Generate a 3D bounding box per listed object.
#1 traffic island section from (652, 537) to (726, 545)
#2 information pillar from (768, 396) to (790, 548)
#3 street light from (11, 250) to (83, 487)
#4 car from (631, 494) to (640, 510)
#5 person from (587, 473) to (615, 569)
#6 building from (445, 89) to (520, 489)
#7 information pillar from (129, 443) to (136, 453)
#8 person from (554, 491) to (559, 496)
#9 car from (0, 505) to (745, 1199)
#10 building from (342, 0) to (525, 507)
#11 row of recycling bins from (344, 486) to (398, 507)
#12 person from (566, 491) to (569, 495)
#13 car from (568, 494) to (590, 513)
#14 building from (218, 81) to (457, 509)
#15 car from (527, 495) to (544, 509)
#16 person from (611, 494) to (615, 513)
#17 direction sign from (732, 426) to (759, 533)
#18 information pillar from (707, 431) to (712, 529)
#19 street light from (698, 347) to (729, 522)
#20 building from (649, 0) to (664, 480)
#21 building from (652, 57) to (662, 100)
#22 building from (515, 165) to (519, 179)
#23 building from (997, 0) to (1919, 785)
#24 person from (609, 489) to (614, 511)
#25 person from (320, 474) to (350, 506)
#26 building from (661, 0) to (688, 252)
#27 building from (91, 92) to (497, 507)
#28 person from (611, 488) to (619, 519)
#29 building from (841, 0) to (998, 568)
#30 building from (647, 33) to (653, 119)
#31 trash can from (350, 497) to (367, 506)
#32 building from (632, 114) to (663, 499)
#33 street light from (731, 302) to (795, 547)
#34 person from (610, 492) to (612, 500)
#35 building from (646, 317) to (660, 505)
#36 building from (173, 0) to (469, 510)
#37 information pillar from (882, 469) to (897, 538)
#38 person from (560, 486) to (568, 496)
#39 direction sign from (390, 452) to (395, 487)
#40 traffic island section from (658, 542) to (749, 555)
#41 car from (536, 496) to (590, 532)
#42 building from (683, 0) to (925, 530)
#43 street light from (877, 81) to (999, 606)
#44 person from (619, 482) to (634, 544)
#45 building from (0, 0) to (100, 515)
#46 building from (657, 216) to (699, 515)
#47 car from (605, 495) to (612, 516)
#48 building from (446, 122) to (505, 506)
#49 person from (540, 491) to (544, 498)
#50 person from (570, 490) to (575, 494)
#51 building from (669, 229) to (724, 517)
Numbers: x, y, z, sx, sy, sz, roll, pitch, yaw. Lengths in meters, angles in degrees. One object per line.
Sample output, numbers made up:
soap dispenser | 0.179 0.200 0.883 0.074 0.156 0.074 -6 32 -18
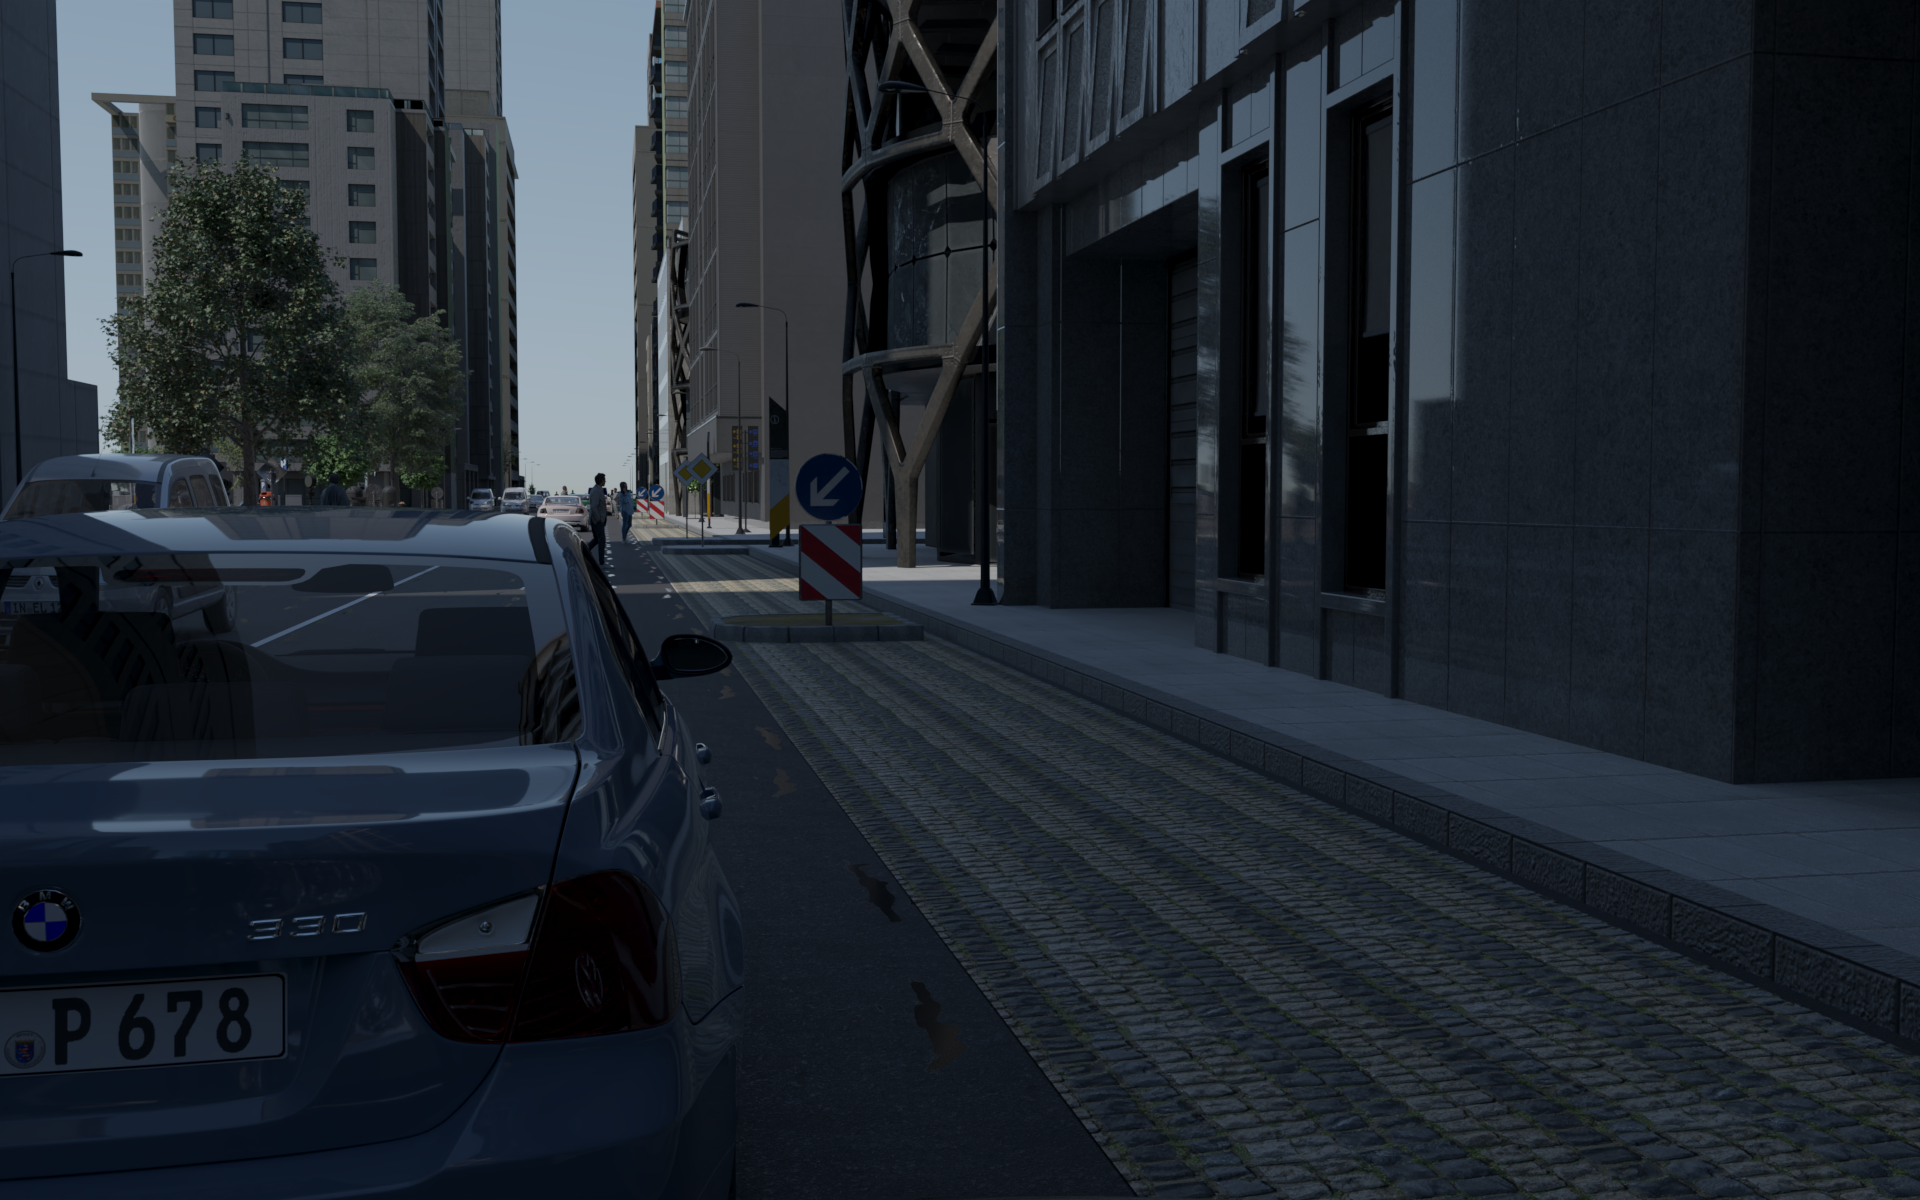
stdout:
traffic island section | -7.836 -1.686 49.849 2.009 0.180 2.903 -1 4 -12
information pillar | -4.340 -3.065 41.467 0.504 3.616 0.183 0 4 -1
street light | -17.386 -3.698 33.006 1.470 5.913 1.316 -1 4 -12
car | -26.119 -7.886 137.736 1.959 1.807 4.718 -1 4 -12
person | -7.045 -1.525 33.286 0.795 1.843 0.661 -1 4 -9
building | -65.288 -35.879 210.316 21.300 48.544 21.600 -1 4 -12
information pillar | -37.095 -5.283 77.726 0.504 3.616 0.183 3 5 41
person | -48.272 -12.123 207.258 0.990 1.755 0.434 1 4 21
car | -1.521 0.479 4.176 2.014 1.417 4.499 -1 4 -12
building | -69.213 -48.480 230.904 20.563 71.187 20.611 -1 4 -12
row of recycling bins | -30.616 -5.007 88.977 3.534 1.692 1.069 0 4 3
person | -36.102 -9.116 158.351 0.742 1.727 0.445 0 4 2
car | -21.239 -5.193 96.704 2.131 1.459 4.920 -1 4 -11
building | -44.715 -21.668 125.981 14.160 30.474 14.107 -1 4 -12
car | -35.886 -8.174 146.002 2.083 1.381 4.827 -1 4 -13
person | -26.360 -7.367 132.166 0.599 1.433 0.991 1 4 14
direction sign | -7.132 -4.011 57.572 0.876 3.537 0.379 -1 4 -15
information pillar | -9.346 -4.469 64.427 0.183 3.616 0.504 0 4 -4
street light | -7.537 -5.040 54.945 1.470 5.913 1.316 -1 4 -12
building | -16.480 -30.686 156.338 22.147 44.769 28.867 -1 4 -12
building | -34.158 -57.015 244.863 22.319 86.520 31.000 -1 4 -12
building | -79.642 -40.648 253.836 28.713 52.752 27.495 -1 4 -12
building | 8.313 -11.799 10.938 12.078 24.808 19.932 -1 4 -12
person | -28.721 -8.226 142.981 0.705 1.826 1.348 -2 4 -28
person | -12.140 -1.535 33.694 0.679 1.850 0.850 1 4 17
building | -15.985 -27.588 134.662 14.154 41.232 14.086 -1 4 -12
building | -61.157 -28.861 163.755 32.217 40.220 23.993 -1 4 -12
person | -19.987 -5.598 100.209 0.466 1.800 0.511 -3 5 -40
building | 5.881 -10.250 35.045 16.820 18.784 16.811 -1 4 -12
building | -40.135 -50.896 270.400 20.563 71.187 20.611 -1 4 -12
trash can | -26.944 -4.039 77.690 0.748 1.137 0.748 0 3 0
building | -30.254 -36.427 219.286 21.300 48.544 21.600 -1 4 -12
street light | -4.751 -4.261 42.205 1.470 5.913 1.316 -1 4 -12
person | -35.681 -10.303 177.629 0.621 1.740 0.551 1 4 13
building | -19.213 -20.849 185.919 27.650 21.520 28.899 -1 4 -12
building | -50.777 -43.006 141.400 20.563 71.187 20.611 -1 4 -12
information pillar | -2.048 -2.807 50.385 0.304 2.012 0.304 2 4 28
person | -17.643 -4.214 77.505 0.767 1.812 0.694 -2 4 -24
direction sign | -30.463 -6.180 93.041 0.379 3.537 0.876 0 4 -7
traffic island section | -6.224 -1.208 42.028 2.009 0.180 2.903 -1 4 -12
car | -15.249 -3.320 66.636 2.083 1.381 4.827 -1 4 -11
building | -4.070 -17.180 74.408 14.314 27.812 24.014 -1 4 -12
street light | -0.240 -2.888 19.768 1.470 5.913 1.316 -1 4 -12
person | -9.652 -2.521 49.978 0.793 1.790 0.793 -1 4 -16
building | -27.425 -35.883 24.944 20.611 71.187 20.563 -1 4 -12
building | -14.673 -15.986 116.118 10.420 20.320 16.860 -1 4 -12
car | -24.044 -6.266 114.809 2.083 1.381 4.827 -1 4 -13
building | -56.477 -30.638 184.521 14.154 41.232 14.086 -1 4 -12
person | -38.244 -9.098 157.971 0.721 1.743 1.217 -3 5 -42
person | -34.653 -8.959 154.997 1.348 1.821 0.705 0 4 0
building | -8.308 -14.242 100.316 16.820 18.784 16.811 -1 4 -12
